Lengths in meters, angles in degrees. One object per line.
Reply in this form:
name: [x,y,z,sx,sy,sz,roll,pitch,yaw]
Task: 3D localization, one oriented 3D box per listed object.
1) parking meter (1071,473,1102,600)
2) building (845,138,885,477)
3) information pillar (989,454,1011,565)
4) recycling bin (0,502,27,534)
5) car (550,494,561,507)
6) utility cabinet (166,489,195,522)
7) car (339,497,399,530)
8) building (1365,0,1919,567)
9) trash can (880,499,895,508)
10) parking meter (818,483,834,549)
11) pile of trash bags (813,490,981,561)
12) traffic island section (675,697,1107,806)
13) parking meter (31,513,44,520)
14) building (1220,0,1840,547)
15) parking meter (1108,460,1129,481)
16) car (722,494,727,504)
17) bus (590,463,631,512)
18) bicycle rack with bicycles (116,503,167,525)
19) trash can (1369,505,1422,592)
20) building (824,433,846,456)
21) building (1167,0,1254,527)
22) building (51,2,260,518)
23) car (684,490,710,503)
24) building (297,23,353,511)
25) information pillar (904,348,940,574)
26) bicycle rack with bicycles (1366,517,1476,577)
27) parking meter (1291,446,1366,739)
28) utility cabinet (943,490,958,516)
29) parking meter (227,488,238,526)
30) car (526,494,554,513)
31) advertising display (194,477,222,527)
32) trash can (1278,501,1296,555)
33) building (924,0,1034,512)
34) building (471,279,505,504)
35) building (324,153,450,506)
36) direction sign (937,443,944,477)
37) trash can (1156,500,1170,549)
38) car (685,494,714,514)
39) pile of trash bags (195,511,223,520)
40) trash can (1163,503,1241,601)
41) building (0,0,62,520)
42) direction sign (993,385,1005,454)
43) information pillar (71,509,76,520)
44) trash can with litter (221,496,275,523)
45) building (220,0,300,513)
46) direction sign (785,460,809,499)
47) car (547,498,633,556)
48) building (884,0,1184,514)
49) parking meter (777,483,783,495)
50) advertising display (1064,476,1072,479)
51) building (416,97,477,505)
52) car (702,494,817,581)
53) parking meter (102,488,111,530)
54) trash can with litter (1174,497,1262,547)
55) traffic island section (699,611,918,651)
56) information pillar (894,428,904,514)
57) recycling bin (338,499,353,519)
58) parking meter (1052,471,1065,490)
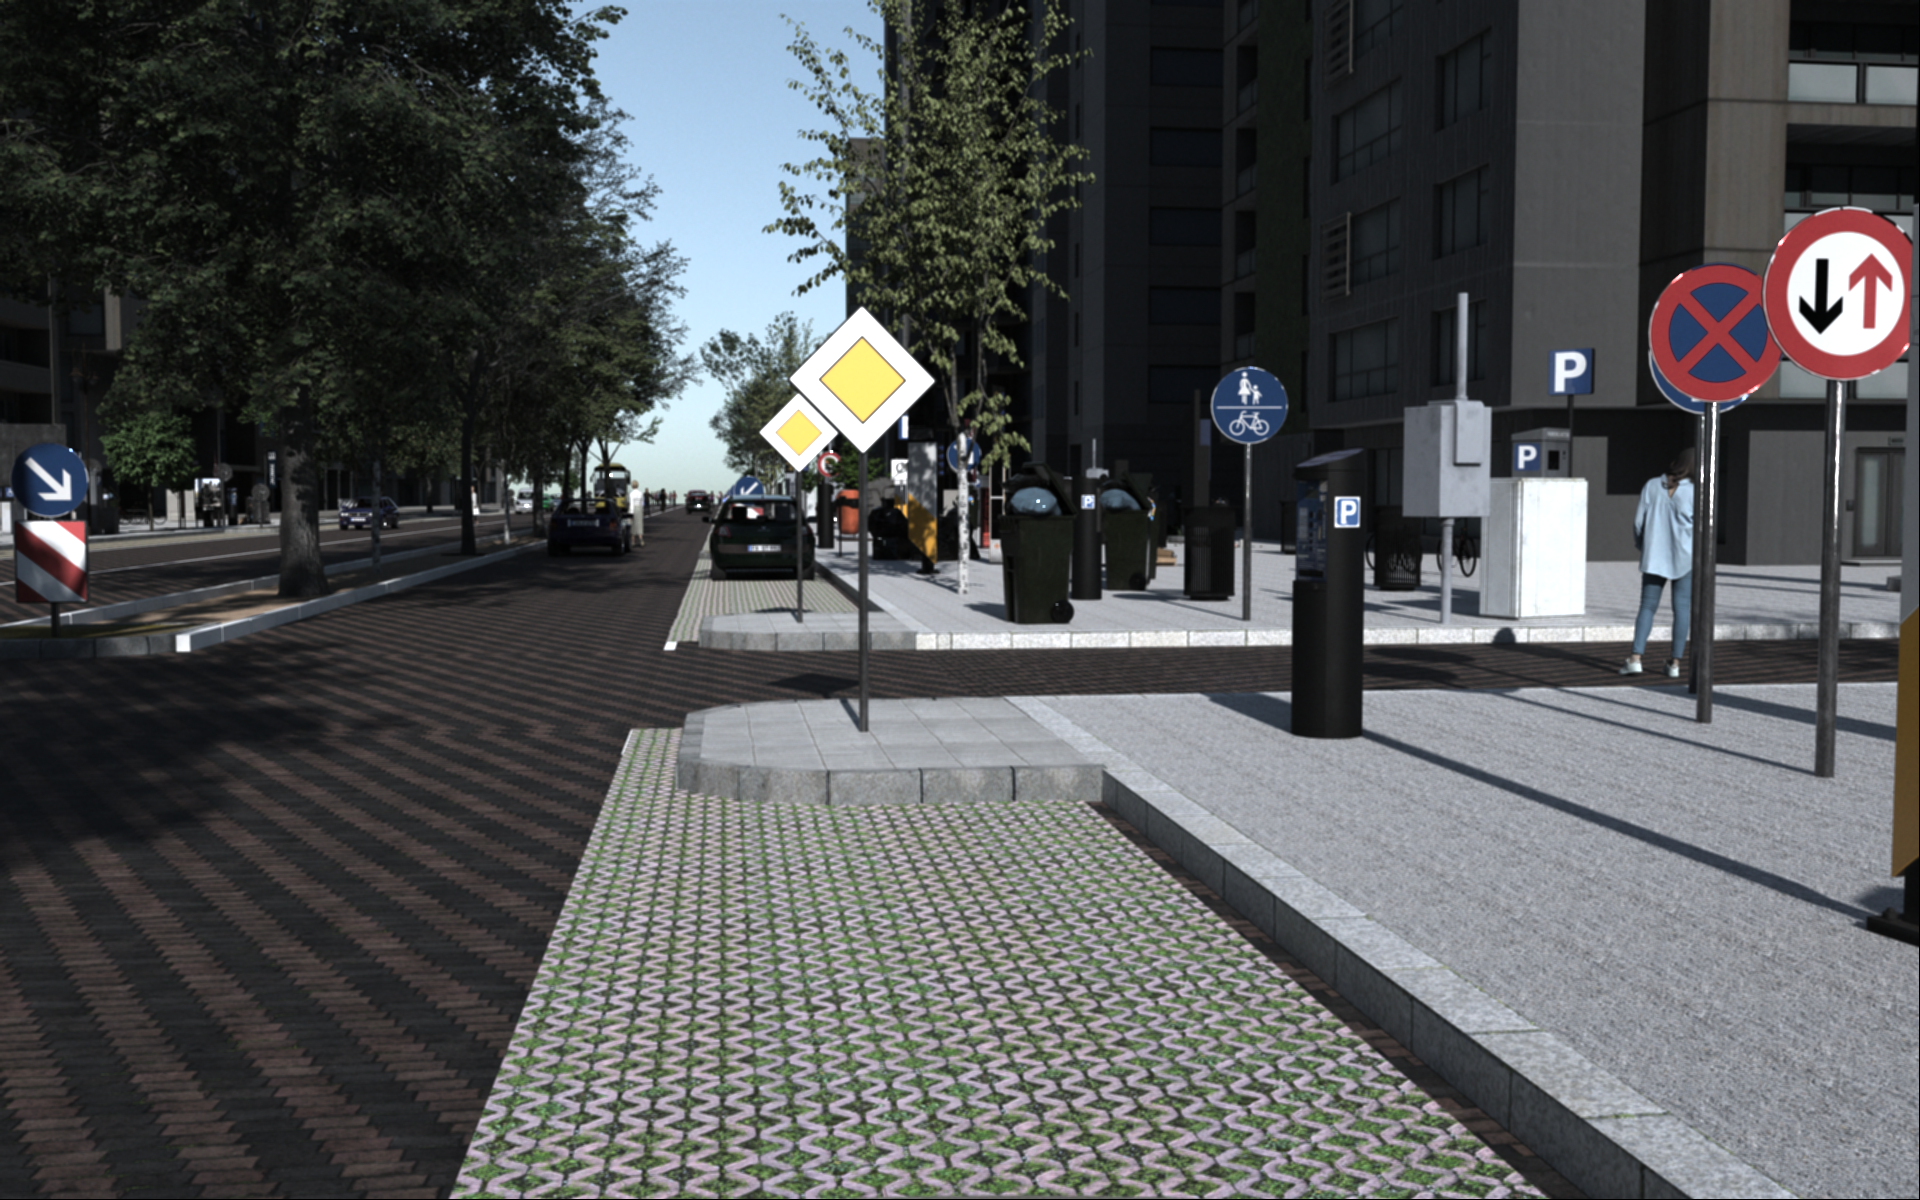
parking meter: [1.541,-0.774,21.073,0.372,1.533,0.369,0,3,0]
building: [-6.416,-31.735,202.465,14.154,41.232,14.086,0,4,-8]
information pillar: [0.725,-1.657,31.581,0.304,2.012,0.304,1,4,22]
recycling bin: [-30.436,-2.640,55.720,0.722,1.027,0.722,-2,4,-30]
car: [-40.969,-10.027,175.949,2.014,1.417,4.499,0,4,-7]
utility cabinet: [-35.892,-4.348,79.775,1.173,1.500,0.318,-2,4,-33]
car: [-23.857,-3.509,69.957,1.945,1.354,3.894,0,4,-6]
building: [16.217,-21.509,35.261,14.086,41.232,14.154,0,4,-8]
trash can: [-2.191,-2.666,55.235,0.748,1.137,0.748,0,3,0]
parking meter: [-3.150,-1.977,40.739,0.372,1.533,0.369,0,3,0]
pile of trash bags: [-1.212,-1.510,34.442,3.447,1.369,1.912,3,5,40]
traffic island section: [-0.500,0.790,9.372,2.009,0.180,2.903,0,4,-8]
parking meter: [-28.783,-2.959,54.091,0.399,1.863,0.255,1,4,9]
building: [15.159,-22.488,51.274,14.154,41.232,14.086,0,4,-8]
parking meter: [2.724,-1.475,29.836,0.255,1.863,0.399,-1,4,-14]
car: [-30.966,-13.619,232.266,1.945,1.707,3.694,-1,4,-9]
bus: [-27.894,-9.023,139.077,2.896,3.916,12.252,-1,4,-9]
bicycle rack with bicycles: [-34.844,-3.619,72.555,2.925,0.926,2.852,-2,4,-26]
trash can: [5.801,-0.691,22.951,0.748,1.137,0.748,0,3,0]
building: [-4.405,-24.115,239.314,27.650,21.520,28.899,0,4,-8]
building: [13.996,-32.902,79.950,21.231,58.520,28.212,0,4,-8]
building: [-58.039,-31.163,98.754,28.713,52.752,27.495,0,4,-8]
car: [-23.323,-8.868,153.656,2.281,1.827,5.304,-1,4,-9]
building: [-60.116,-42.703,136.441,20.563,71.187,20.611,0,4,-8]
information pillar: [-0.590,-2.228,27.776,0.504,3.616,0.183,2,4,25]
bicycle rack with bicycles: [6.818,-0.890,27.933,2.852,0.926,2.925,0,4,1]
parking meter: [1.957,-0.049,9.206,0.372,1.533,0.369,0,3,0]
utility cabinet: [-0.289,-4.925,89.208,1.173,1.500,0.318,3,4,36]
parking meter: [-29.582,-3.794,70.437,0.372,1.533,0.369,0,3,0]
car: [-32.847,-7.746,135.437,1.959,1.807,4.718,0,4,-7]
advertising display: [-29.166,-3.790,67.184,0.974,1.923,0.123,-1,4,-17]
trash can: [7.103,-1.528,36.643,0.748,1.137,0.748,0,3,0]
building: [9.237,-28.219,116.012,22.147,44.769,28.867,0,4,-8]
building: [-68.714,-33.473,230.871,14.154,41.232,14.086,0,4,-8]
building: [-63.621,-30.769,186.660,14.154,41.232,14.086,0,4,-8]
direction sign: [-1.058,-5.206,77.113,0.876,3.537,0.379,-3,5,-40]
trash can: [4.412,-1.704,39.514,0.748,1.137,0.748,0,3,0]
car: [-18.534,-6.929,123.079,2.009,1.686,4.222,0,4,-6]
pile of trash bags: [-38.611,-4.722,86.955,3.447,1.369,1.912,2,4,30]
trash can: [3.007,-0.564,20.881,0.748,1.137,0.748,0,3,0]
building: [-51.903,-27.259,69.380,21.300,48.544,21.600,0,4,-8]
direction sign: [0.811,-2.714,36.376,0.379,3.537,0.876,1,4,16]
information pillar: [-40.808,-4.611,79.877,0.304,2.012,0.304,-3,5,-42]
trash can with litter: [-32.034,-4.072,77.642,2.233,1.210,1.678,1,4,18]
building: [-54.763,-28.765,120.423,14.600,45.320,14.200,0,4,-8]
direction sign: [-6.078,-4.433,64.471,0.876,3.537,0.379,0,4,-1]
car: [-8.820,-1.761,41.373,1.945,1.354,3.894,0,4,-7]
building: [4.253,-36.800,143.683,21.231,58.520,28.212,0,4,-8]
parking meter: [-9.240,-5.087,88.881,0.255,1.863,0.399,-1,4,-9]
advertising display: [3.717,-3.534,62.999,0.974,1.923,0.123,0,4,0]
building: [-71.759,-35.972,207.753,23.786,49.044,30.456,0,4,-8]
car: [-3.441,-1.229,29.883,2.009,1.686,4.222,0,4,-8]
parking meter: [-30.892,-3.318,62.666,0.372,1.533,0.369,0,3,0]
trash can with litter: [6.172,-1.907,42.237,1.678,1.210,2.233,-2,4,-34]
traffic island section: [-1.576,0.306,17.285,2.009,0.180,2.903,0,4,-8]
information pillar: [-1.739,-3.749,52.645,0.504,3.616,0.183,0,4,5]
recycling bin: [-31.198,-4.631,88.273,0.722,1.027,0.722,3,5,43]
parking meter: [2.386,-2.278,42.954,0.399,1.863,0.255,-1,4,-16]
